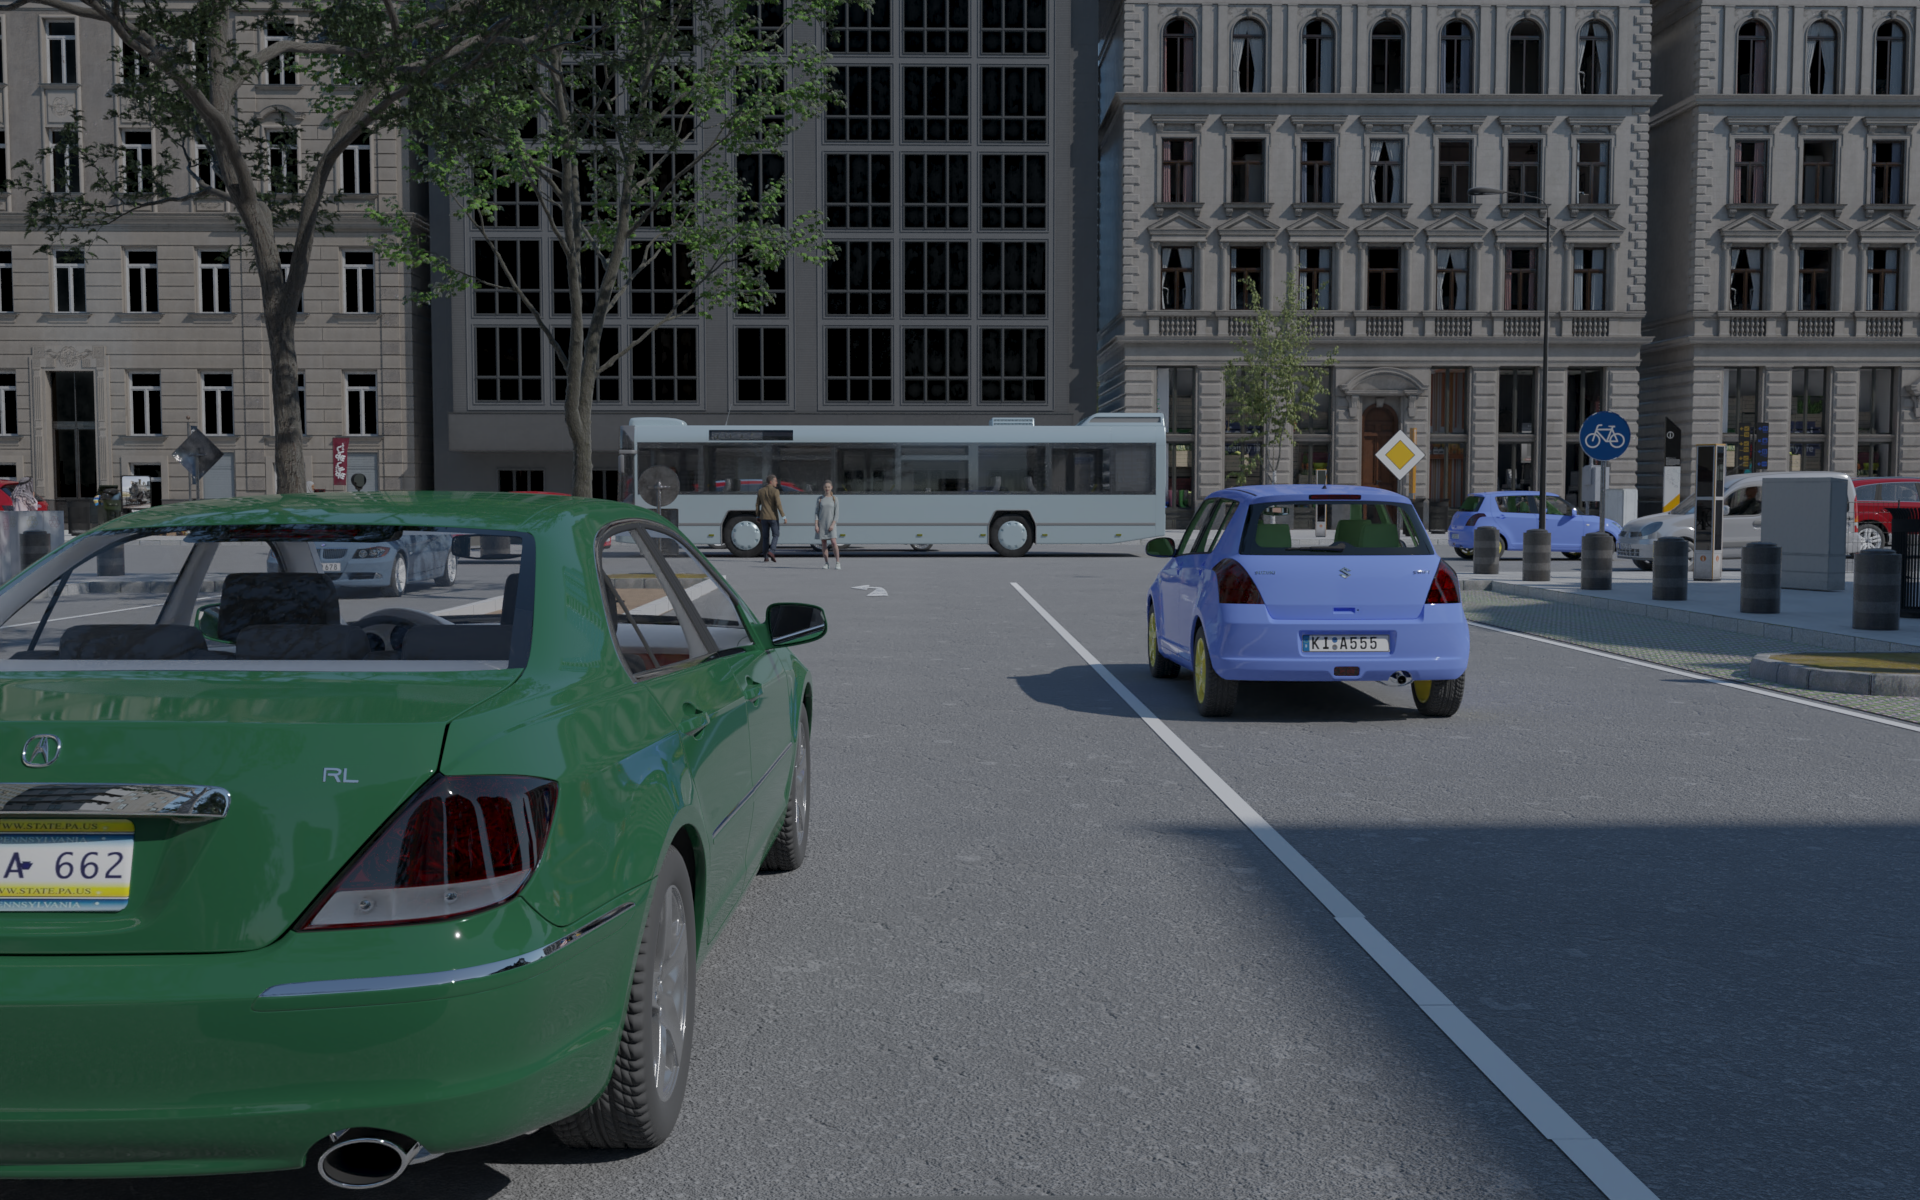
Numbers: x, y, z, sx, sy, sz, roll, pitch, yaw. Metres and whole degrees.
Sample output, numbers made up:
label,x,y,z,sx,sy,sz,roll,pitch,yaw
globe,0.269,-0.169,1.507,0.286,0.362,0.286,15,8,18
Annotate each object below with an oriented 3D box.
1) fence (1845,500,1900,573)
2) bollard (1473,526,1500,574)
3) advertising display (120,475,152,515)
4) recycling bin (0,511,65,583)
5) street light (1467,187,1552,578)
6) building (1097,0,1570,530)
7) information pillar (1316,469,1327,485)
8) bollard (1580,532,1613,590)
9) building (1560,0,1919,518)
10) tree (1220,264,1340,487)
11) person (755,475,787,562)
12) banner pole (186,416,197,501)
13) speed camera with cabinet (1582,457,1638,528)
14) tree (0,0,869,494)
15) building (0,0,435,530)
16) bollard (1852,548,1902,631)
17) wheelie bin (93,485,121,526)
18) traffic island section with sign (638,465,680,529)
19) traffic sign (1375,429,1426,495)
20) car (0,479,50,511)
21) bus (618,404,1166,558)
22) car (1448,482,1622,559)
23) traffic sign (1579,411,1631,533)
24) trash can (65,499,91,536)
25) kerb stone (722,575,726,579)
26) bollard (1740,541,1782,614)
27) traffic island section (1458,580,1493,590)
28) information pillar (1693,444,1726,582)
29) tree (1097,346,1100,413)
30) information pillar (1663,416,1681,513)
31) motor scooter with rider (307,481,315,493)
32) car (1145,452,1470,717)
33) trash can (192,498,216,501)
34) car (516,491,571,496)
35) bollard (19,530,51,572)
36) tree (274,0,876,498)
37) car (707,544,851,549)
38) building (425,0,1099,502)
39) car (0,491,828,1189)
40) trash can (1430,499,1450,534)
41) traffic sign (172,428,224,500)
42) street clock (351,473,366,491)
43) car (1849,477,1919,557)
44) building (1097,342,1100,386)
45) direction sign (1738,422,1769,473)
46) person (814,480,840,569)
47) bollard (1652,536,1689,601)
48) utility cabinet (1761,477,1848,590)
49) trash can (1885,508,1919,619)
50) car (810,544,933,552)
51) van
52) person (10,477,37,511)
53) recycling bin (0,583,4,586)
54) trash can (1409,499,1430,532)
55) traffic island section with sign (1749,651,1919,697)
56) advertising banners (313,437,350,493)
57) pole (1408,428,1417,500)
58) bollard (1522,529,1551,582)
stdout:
label,x,y,z,sx,sy,sz,roll,pitch,yaw
fence,13.285,-0.926,26.338,2.264,1.192,0.480,0,4,-7
bollard,8.462,-0.803,27.840,0.404,0.777,0.398,0,3,0
advertising display,-28.142,-3.300,59.165,0.974,1.923,0.123,-3,5,-44
recycling bin,-13.994,-0.824,26.034,0.722,1.027,0.722,2,4,29
street light,8.365,-3.292,26.360,1.470,5.913,1.316,0,4,-1
building,14.937,-14.499,65.942,19.941,23.489,11.050,0,4,-1
information pillar,10.734,-2.876,51.514,0.304,2.012,0.304,0,4,7
bollard,8.554,-0.523,23.267,0.404,0.777,0.398,0,3,0
building,35.199,-14.515,66.201,19.941,23.489,11.050,0,4,-1
tree,10.223,-6.477,56.264,4.737,8.622,4.395,0,3,0
person,-3.979,-1.718,36.493,0.656,1.842,0.836,0,4,-7
banner pole,-24.625,-4.011,55.597,0.401,3.779,0.863,0,4,1
speed camera with cabinet,20.742,-3.728,55.289,0.660,3.252,2.038,-1,4,-18
tree,-4.534,-4.593,11.965,8.767,10.594,7.601,0,4,-1
building,-31.623,-16.460,66.387,25.104,27.353,12.463,0,4,-1
bollard,8.697,-0.105,16.429,0.404,0.777,0.398,0,3,0
wheelie bin,-29.489,-3.192,60.098,0.693,1.594,0.980,3,5,41
traffic island section with sign,-4.787,-1.153,26.989,2.006,1.907,1.989,0,4,-1
traffic sign,6.819,-1.423,26.917,0.795,2.450,0.064,0,4,-1
car,-23.493,-1.874,39.319,5.304,1.827,2.281,0,4,-2
bus,-2.023,-2.761,40.009,13.247,3.499,2.948,0,4,-2
car,12.583,-1.722,37.747,3.694,1.707,1.945,0,4,-2
traffic sign,9.899,-1.625,26.670,0.768,2.556,0.104,0,4,7
trash can,-26.969,-2.529,53.011,0.748,1.137,0.748,0,3,0
kerb stone,-3.739,-0.281,26.798,0.120,0.150,1.000,0,4,-1
bollard,8.651,-0.244,18.709,0.404,0.777,0.398,0,3,0
traffic island section,6.842,-0.288,26.994,2.009,0.180,2.903,0,4,-1
information pillar,11.019,-1.284,25.483,0.304,2.012,0.304,-3,5,-42
tree,7.381,-13.201,123.264,7.806,13.903,7.818,0,3,0
information pillar,21.469,-3.725,52.265,0.504,3.616,0.183,0,4,-2
motor scooter with rider,-15.023,-1.939,40.667,1.986,1.779,0.876,0,4,0
car,2.346,-0.174,12.444,1.945,1.707,3.694,0,4,-1
trash can,-25.495,-2.860,58.418,0.748,1.137,0.748,0,3,0
car,-9.534,-1.647,35.963,4.494,1.783,2.155,0,4,-2
bollard,-13.297,-0.624,24.916,0.404,0.777,0.398,0,3,0
tree,-4.862,-5.749,22.207,9.928,11.665,9.643,0,3,0
car,-4.830,-2.285,46.030,5.304,1.827,2.281,0,4,-3
building,-7.072,-16.730,67.043,24.014,27.812,14.314,0,4,-1
car,-1.516,0.402,5.231,2.131,1.459,4.920,0,4,1
trash can,15.376,-2.691,55.657,0.748,1.137,0.748,0,3,0
traffic sign,-11.672,-1.401,26.549,0.795,2.450,0.064,0,4,-1
street clock,-21.014,-3.425,60.567,0.358,2.002,0.471,3,5,43
car,21.431,-1.860,39.090,5.304,1.827,2.281,0,4,-2
building,15.055,-37.085,230.036,21.600,48.544,21.300,0,4,-1
direction sign,25.092,-3.844,54.847,0.876,3.537,0.379,1,4,15
person,-2.528,-1.446,33.146,0.512,1.701,0.522,0,4,2
bollard,8.608,-0.384,20.988,0.404,0.777,0.398,0,3,0
utility cabinet,11.320,-0.891,23.245,0.318,1.500,1.173,-1,4,-19
trash can,10.003,-0.387,17.979,0.748,1.137,0.748,0,3,0
car,-2.179,-1.908,43.771,3.894,1.354,1.945,0,4,-3
van,14.298,-1.526,31.960,4.112,2.044,2.013,0,4,-1
person,-17.041,-1.372,31.599,0.551,1.740,0.621,2,4,30
recycling bin,-13.597,-0.692,23.862,0.722,1.027,0.722,0,4,-7
trash can,13.687,-2.487,52.315,0.748,1.137,0.748,0,3,0
traffic island section with sign,7.148,-0.269,13.028,1.989,1.847,2.006,0,4,-1
advertising banners,-19.874,-3.504,53.472,2.074,3.025,0.090,0,4,-4
pole,13.977,-3.650,53.515,0.158,3.312,0.155,0,3,0
bollard,8.509,-0.663,25.553,0.404,0.777,0.398,0,3,0
